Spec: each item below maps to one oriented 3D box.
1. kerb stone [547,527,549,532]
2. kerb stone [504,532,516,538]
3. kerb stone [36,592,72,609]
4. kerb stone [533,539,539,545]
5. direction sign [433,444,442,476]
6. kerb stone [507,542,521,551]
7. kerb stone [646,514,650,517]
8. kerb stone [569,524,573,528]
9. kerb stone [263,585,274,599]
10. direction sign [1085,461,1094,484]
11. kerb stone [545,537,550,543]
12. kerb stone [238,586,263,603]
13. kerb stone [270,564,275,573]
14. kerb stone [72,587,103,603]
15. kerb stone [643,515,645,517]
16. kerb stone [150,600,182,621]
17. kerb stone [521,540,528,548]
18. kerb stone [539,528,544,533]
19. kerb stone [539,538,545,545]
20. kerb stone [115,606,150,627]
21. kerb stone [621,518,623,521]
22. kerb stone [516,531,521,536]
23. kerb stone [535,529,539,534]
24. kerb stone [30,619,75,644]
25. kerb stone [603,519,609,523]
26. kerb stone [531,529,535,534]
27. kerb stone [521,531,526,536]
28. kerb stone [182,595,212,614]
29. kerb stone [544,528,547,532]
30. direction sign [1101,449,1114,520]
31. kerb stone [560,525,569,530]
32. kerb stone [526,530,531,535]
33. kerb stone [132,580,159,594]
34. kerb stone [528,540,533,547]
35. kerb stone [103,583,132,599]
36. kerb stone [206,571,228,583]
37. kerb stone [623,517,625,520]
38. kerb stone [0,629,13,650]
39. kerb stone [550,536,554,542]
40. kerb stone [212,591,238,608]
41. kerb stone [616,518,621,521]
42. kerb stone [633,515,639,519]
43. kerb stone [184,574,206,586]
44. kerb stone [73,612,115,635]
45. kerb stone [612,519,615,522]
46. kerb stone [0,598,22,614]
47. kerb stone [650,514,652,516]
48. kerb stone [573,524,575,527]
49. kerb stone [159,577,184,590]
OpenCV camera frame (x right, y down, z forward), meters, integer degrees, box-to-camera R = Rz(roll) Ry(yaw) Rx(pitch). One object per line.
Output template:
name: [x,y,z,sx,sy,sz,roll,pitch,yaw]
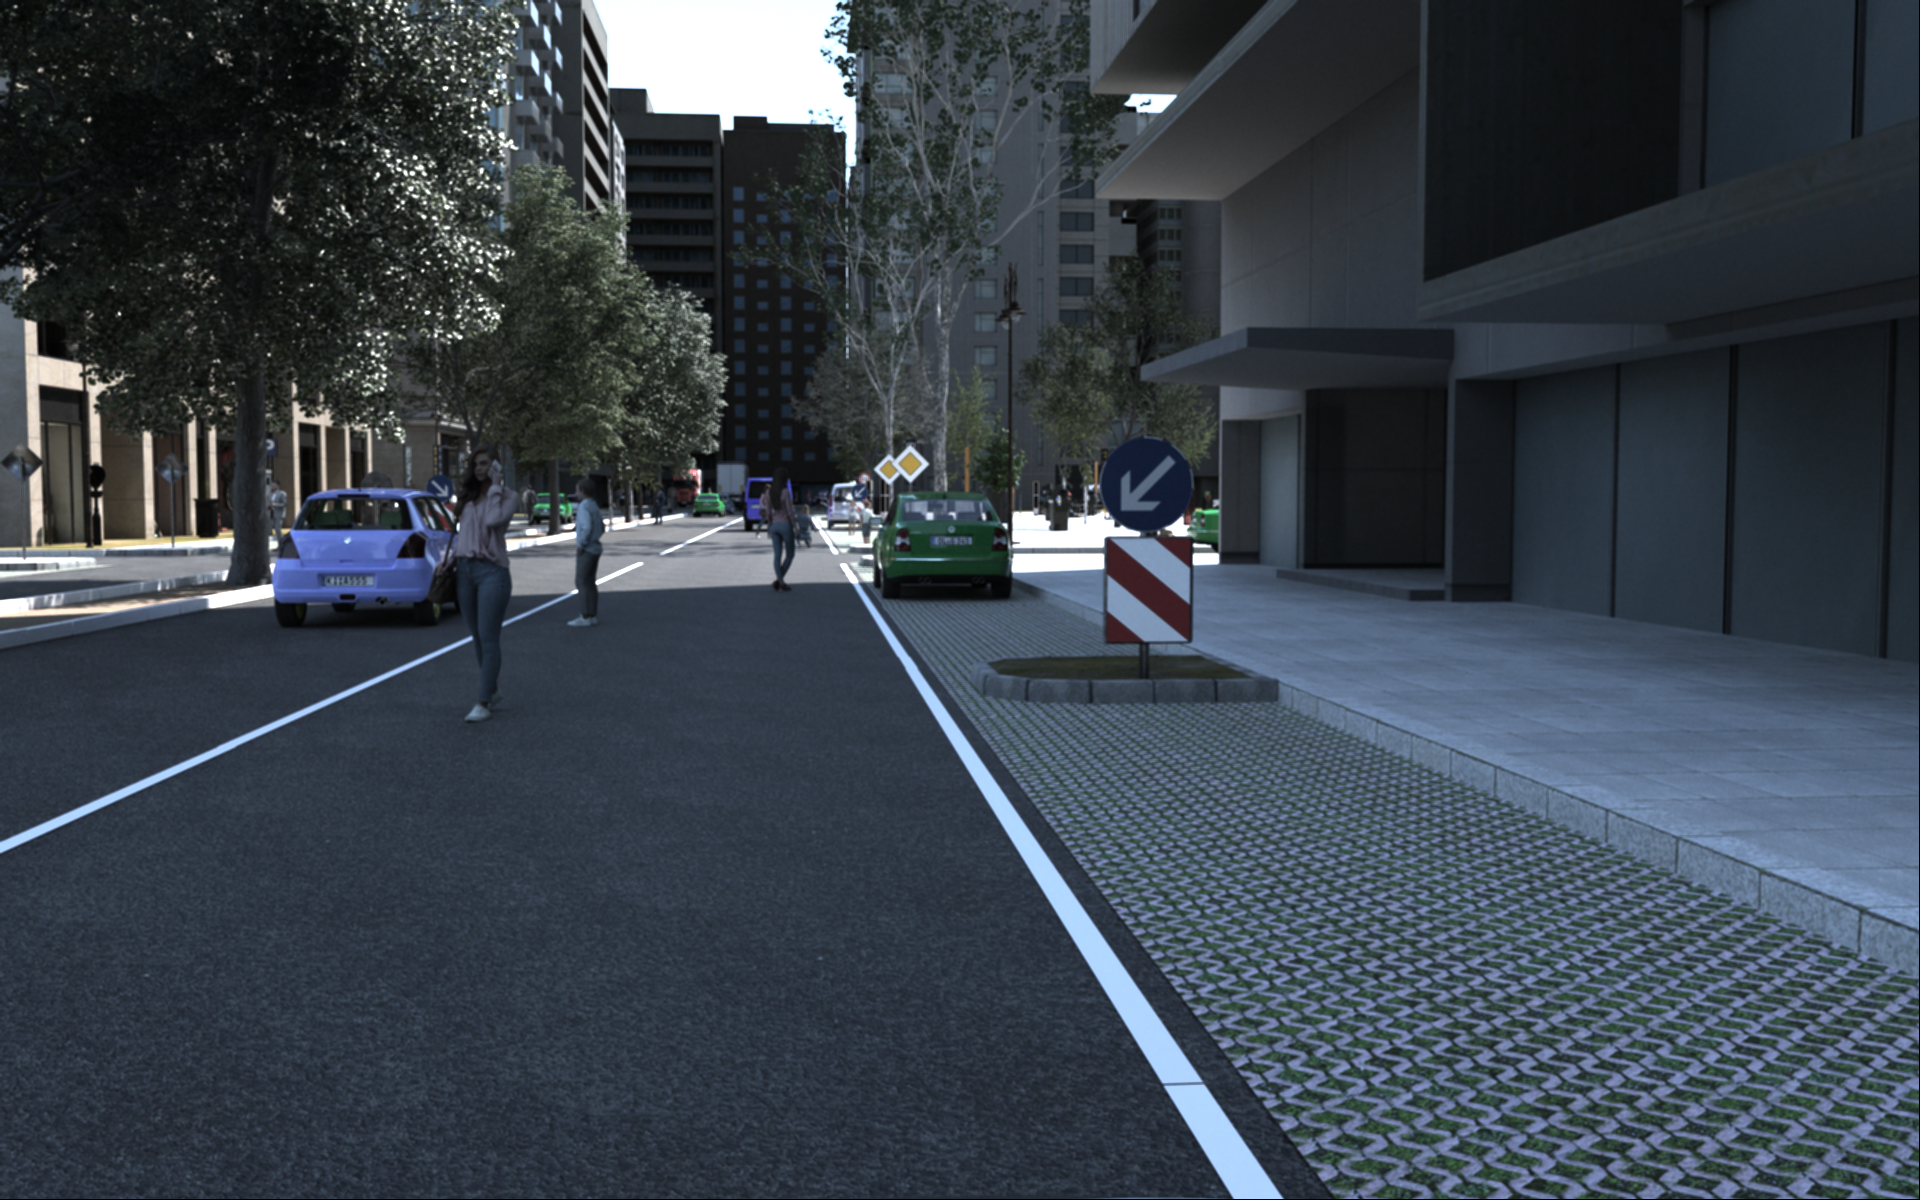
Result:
kerb stone: [-15.644,-2.637,65.313,0.120,0.150,1.000,0,4,-5]
kerb stone: [-14.864,-2.131,57.155,0.120,0.150,1.000,0,4,-5]
kerb stone: [-11.548,0.017,21.920,0.120,0.150,1.000,0,4,-5]
kerb stone: [-11.924,-1.589,48.172,0.120,0.150,1.000,0,4,-5]
direction sign: [-23.955,-5.350,79.466,0.379,3.537,0.876,0,4,5]
kerb stone: [-11.631,-1.402,45.119,0.120,0.150,1.000,0,4,-5]
kerb stone: [-19.780,-5.322,109.202,0.120,0.150,1.000,0,4,-5]
kerb stone: [-16.212,-3.012,71.433,0.120,0.150,1.000,0,4,-5]
kerb stone: [-9.649,-0.118,24.127,0.120,0.150,1.000,0,4,-5]
direction sign: [8.787,-7.682,117.597,0.379,3.537,0.876,-3,4,-38]
kerb stone: [-12.106,-1.711,50.208,0.120,0.150,1.000,0,4,-5]
kerb stone: [-9.555,-0.053,23.107,0.120,0.150,1.000,0,4,-5]
kerb stone: [-12.416,-0.544,31.108,0.120,0.150,1.000,0,4,-5]
kerb stone: [-11.648,-0.045,22.938,0.120,0.150,1.000,0,4,-5]
kerb stone: [-19.383,-5.072,105.124,0.120,0.150,1.000,0,4,-5]
kerb stone: [-9.266,0.132,20.036,0.120,0.150,1.000,0,4,-5]
kerb stone: [-11.724,-1.463,46.137,0.120,0.150,1.000,0,4,-5]
kerb stone: [-15.444,-2.508,63.279,0.120,0.150,1.000,0,4,-5]
kerb stone: [-12.001,-1.651,49.191,0.120,0.150,1.000,0,4,-5]
kerb stone: [-9.171,0.194,19.018,0.120,0.150,1.000,0,4,-5]
kerb stone: [-18.135,-4.261,91.864,0.120,0.150,1.000,0,4,-5]
kerb stone: [-14.970,-2.200,58.171,0.120,0.150,1.000,0,4,-5]
kerb stone: [-15.348,-2.450,62.255,0.120,0.150,1.000,0,4,-5]
kerb stone: [-8.976,0.326,16.974,0.120,0.150,1.000,0,4,-5]
kerb stone: [-17.657,-3.948,86.749,0.120,0.150,1.000,0,4,-5]
kerb stone: [-15.253,-2.388,61.237,0.120,0.150,1.000,0,4,-5]
kerb stone: [-15.056,-2.260,59.190,0.120,0.150,1.000,0,4,-5]
kerb stone: [-9.361,0.071,21.062,0.120,0.150,1.000,0,4,-5]
kerb stone: [-15.544,-2.575,64.296,0.120,0.150,1.000,0,4,-5]
direction sign: [7.499,-5.797,86.781,0.876,3.537,0.379,1,4,12]
kerb stone: [-16.114,-2.948,70.403,0.120,0.150,1.000,0,4,-5]
kerb stone: [-15.157,-2.326,60.219,0.120,0.150,1.000,0,4,-5]
kerb stone: [-11.841,-0.170,24.988,0.120,0.150,1.000,0,4,-5]
kerb stone: [-11.822,-1.527,47.155,0.120,0.150,1.000,0,4,-5]
kerb stone: [-11.743,-0.106,23.963,0.120,0.150,1.000,0,4,-5]
kerb stone: [-12.125,-0.358,28.047,0.120,0.150,1.000,0,4,-5]
kerb stone: [-18.239,-4.321,92.881,0.120,0.150,1.000,0,4,-5]
kerb stone: [-8.879,0.382,15.956,0.120,0.150,1.000,0,4,-5]
kerb stone: [-12.203,-1.776,51.231,0.120,0.150,1.000,0,4,-5]
kerb stone: [-9.461,0.012,22.080,0.120,0.150,1.000,0,4,-5]
kerb stone: [-18.043,-4.199,90.841,0.120,0.150,1.000,0,4,-5]
kerb stone: [-19.198,-4.947,103.080,0.120,0.150,1.000,0,4,-5]
kerb stone: [-12.033,-0.293,27.029,0.120,0.150,1.000,0,4,-5]
kerb stone: [-9.065,0.259,18.002,0.120,0.150,1.000,0,4,-5]
kerb stone: [-17.747,-4.012,87.784,0.120,0.150,1.000,0,4,-5]
kerb stone: [-11.459,0.080,20.894,0.120,0.150,1.000,0,4,-5]
kerb stone: [-19.864,-5.383,110.221,0.120,0.150,1.000,0,4,-5]
kerb stone: [-16.305,-3.074,72.454,0.120,0.150,1.000,0,4,-5]
kerb stone: [-11.938,-0.233,26.005,0.120,0.150,1.000,0,4,-5]
